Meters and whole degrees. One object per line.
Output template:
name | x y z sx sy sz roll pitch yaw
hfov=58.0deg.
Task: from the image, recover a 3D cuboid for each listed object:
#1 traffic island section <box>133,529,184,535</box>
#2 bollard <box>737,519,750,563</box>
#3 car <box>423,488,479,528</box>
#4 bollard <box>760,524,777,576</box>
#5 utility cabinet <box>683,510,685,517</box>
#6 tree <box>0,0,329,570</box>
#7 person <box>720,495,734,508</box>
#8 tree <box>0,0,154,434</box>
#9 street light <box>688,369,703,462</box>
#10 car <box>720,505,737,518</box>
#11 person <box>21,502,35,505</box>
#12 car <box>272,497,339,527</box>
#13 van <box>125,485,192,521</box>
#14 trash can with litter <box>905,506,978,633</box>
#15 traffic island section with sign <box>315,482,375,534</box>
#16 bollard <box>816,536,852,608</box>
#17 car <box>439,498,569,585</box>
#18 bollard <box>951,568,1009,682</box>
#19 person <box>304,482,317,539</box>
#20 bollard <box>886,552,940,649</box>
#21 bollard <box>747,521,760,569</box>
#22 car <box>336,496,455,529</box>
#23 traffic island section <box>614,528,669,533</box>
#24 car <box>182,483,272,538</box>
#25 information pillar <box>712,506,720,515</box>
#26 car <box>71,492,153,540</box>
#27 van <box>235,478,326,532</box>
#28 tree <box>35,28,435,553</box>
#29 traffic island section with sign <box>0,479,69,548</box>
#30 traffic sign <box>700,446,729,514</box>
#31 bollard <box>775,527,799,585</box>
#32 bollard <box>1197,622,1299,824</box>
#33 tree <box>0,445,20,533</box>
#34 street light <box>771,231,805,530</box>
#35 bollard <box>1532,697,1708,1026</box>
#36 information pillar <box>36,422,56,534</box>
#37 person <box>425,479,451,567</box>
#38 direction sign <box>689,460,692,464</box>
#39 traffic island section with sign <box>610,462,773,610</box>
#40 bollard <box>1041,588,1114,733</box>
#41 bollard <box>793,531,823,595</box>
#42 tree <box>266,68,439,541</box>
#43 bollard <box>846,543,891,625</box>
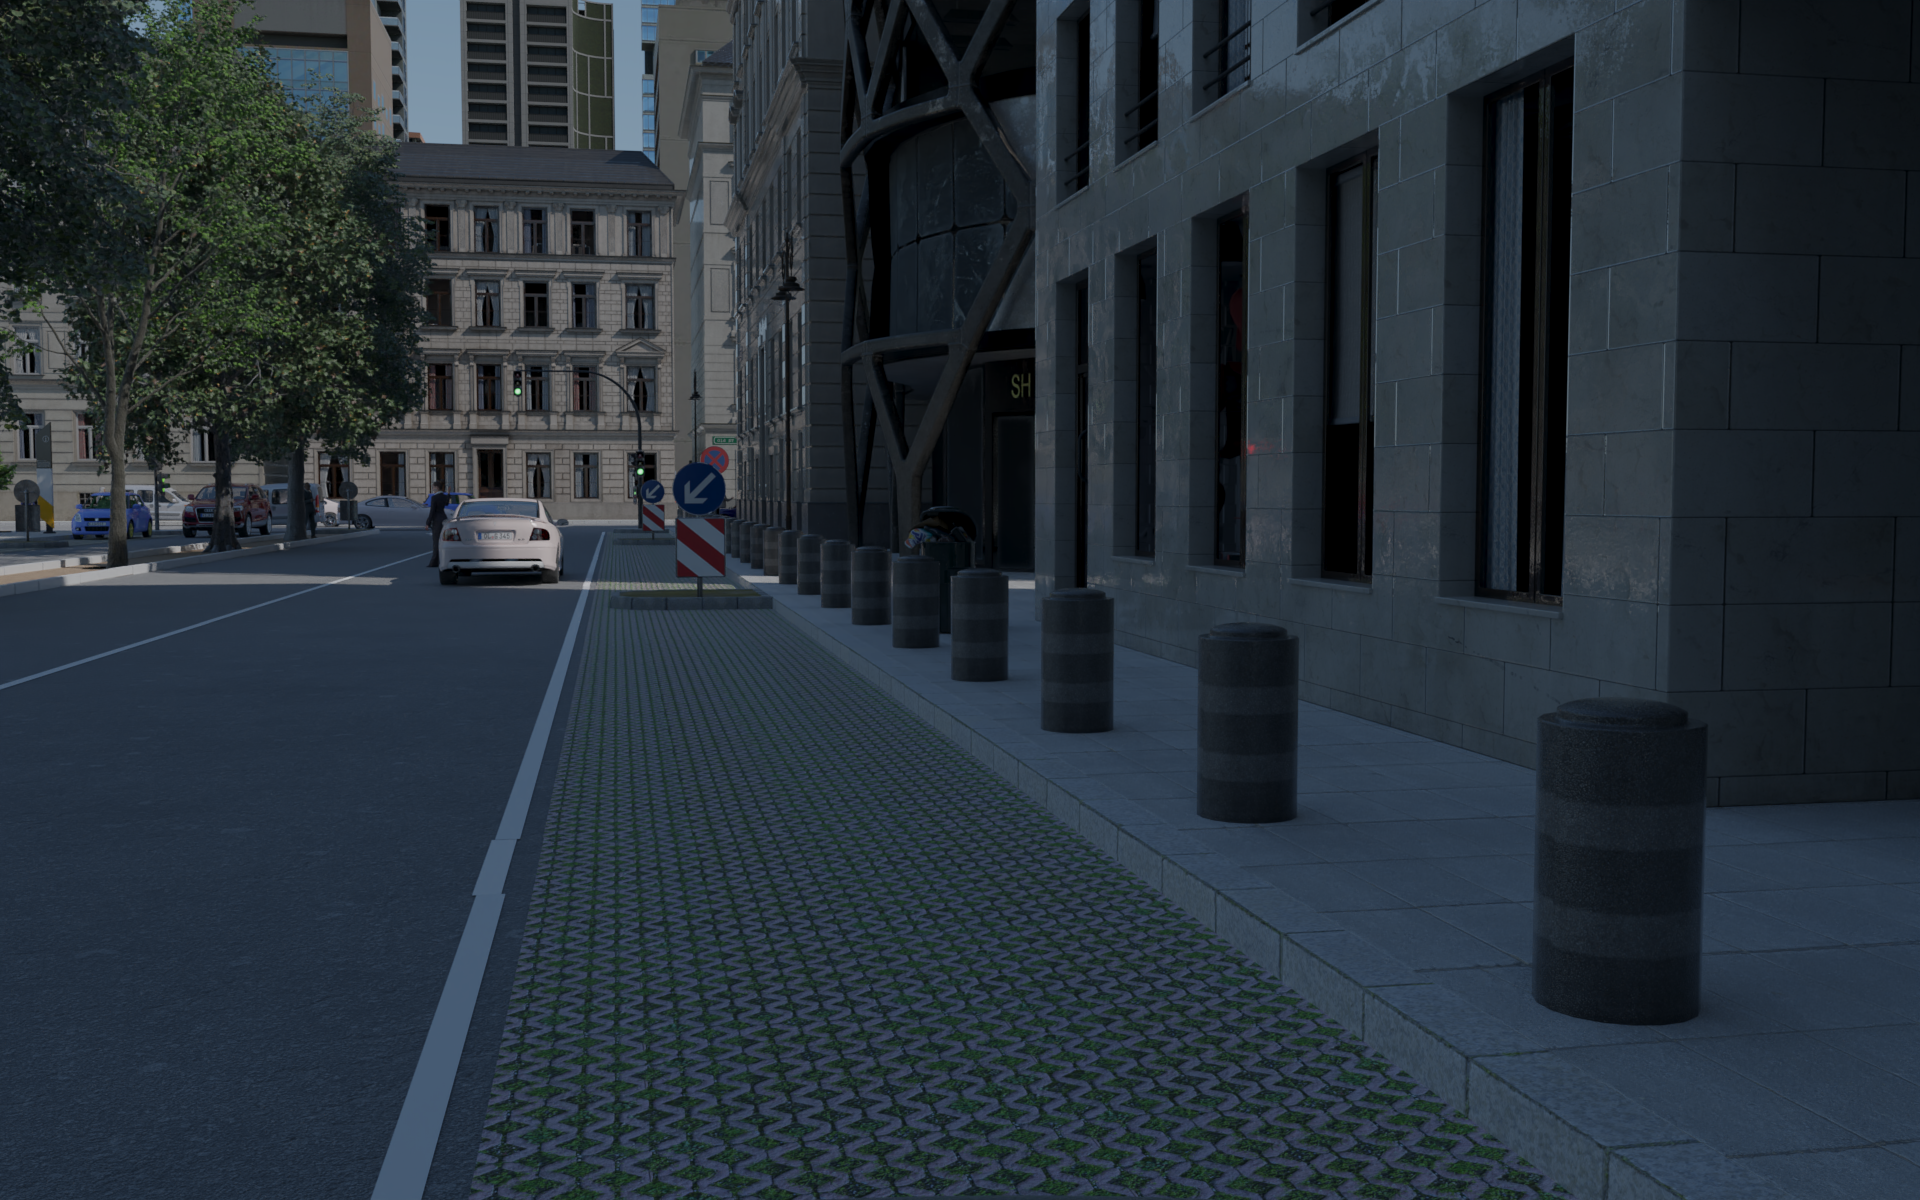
traffic island section | -28.302 -2.370 61.023 2.009 0.180 2.903 -1 4 -11
bollard | -3.912 -1.079 32.358 0.404 0.777 0.398 0 3 0
car | -21.275 -3.956 74.268 3.694 1.707 1.945 -1 4 -11
bollard | -2.897 -0.767 27.258 0.404 0.777 0.398 0 3 0
utility cabinet | -9.186 -3.056 58.647 0.318 1.500 1.173 -1 4 -11
tree | -15.953 -6.386 32.625 9.928 11.665 9.643 0 3 0
person | -10.650 -4.243 78.400 0.750 1.759 0.617 -3 5 -41
tree | -14.099 -6.824 20.691 9.857 13.997 8.962 0 3 0
street light | -9.792 -5.588 64.157 0.468 5.910 1.993 -1 4 -11
car | -8.233 -3.432 68.685 3.894 1.354 1.945 -1 4 -11
person | -40.160 -3.892 74.823 0.574 1.496 0.600 0 4 7
car | -28.825 -3.870 75.634 4.827 1.381 2.083 -1 4 -13
van | -35.960 -4.361 78.312 4.112 2.044 2.013 -1 4 -11
trash can with litter | -0.103 -0.299 16.276 0.624 1.170 1.055 1 4 12
traffic island section with sign | -22.147 -3.324 62.481 2.006 1.907 1.989 -1 4 -11
bollard | -1.379 -0.300 19.627 0.404 0.777 0.398 0 3 0
car | -7.607 -1.013 28.920 2.083 1.381 4.827 -1 4 -11
bollard | 0.137 0.167 11.992 0.404 0.777 0.398 0 3 0
person | -20.622 -2.831 54.958 0.590 1.801 0.661 1 4 13
bollard | -0.371 0.010 14.546 0.404 0.777 0.398 0 3 0
bollard | -3.404 -0.923 29.811 0.404 0.777 0.398 0 3 0
car | -22.249 -3.455 68.851 4.827 1.381 2.083 -1 4 -11
traffic island section | -11.831 -2.569 64.280 2.009 0.180 2.903 -1 4 -11
car | -24.822 -3.065 58.782 2.281 1.827 5.304 -1 4 -10
information pillar | -8.004 -3.156 56.091 0.304 2.012 0.304 -1 4 -10
car | -27.122 -2.802 55.406 1.945 1.707 3.694 -1 4 -12
van | -25.969 -3.541 64.907 4.112 2.044 2.013 -1 4 -12
tree | -18.065 -7.508 42.217 9.611 12.733 9.660 0 3 0
traffic island section with sign | -25.044 -2.302 46.258 1.989 1.847 2.006 -1 4 -11
traffic sign | -6.515 -2.809 46.033 0.768 2.556 0.104 0 4 -7
bollard | -2.389 -0.611 24.706 0.404 0.777 0.398 0 3 0
bollard | 1.147 0.477 6.912 0.404 0.777 0.398 0 3 0
tree | -32.218 -3.871 57.889 1.663 3.219 1.824 0 3 0
street light | -3.053 -3.545 30.741 0.468 5.910 1.993 -1 4 -11
bollard | 1.655 0.634 4.352 0.404 0.777 0.398 0 3 0
information pillar | -29.710 -3.969 56.255 0.504 3.616 0.183 0 4 -2
person | -10.263 -1.519 34.139 0.445 1.727 0.742 0 4 -5
direction sign | -17.746 -7.596 116.194 0.876 3.537 0.379 -2 4 -31
traffic island section with sign | -3.476 -0.829 22.186 1.989 1.847 2.006 -1 4 -11
bollard | 0.641 0.322 9.451 0.404 0.777 0.398 0 3 0
bollard | -1.883 -0.456 22.167 0.404 0.777 0.398 0 3 0
tree | -20.410 -8.789 52.810 9.857 13.997 8.962 0 3 0
bollard | -0.872 -0.145 17.088 0.404 0.777 0.398 0 3 0
